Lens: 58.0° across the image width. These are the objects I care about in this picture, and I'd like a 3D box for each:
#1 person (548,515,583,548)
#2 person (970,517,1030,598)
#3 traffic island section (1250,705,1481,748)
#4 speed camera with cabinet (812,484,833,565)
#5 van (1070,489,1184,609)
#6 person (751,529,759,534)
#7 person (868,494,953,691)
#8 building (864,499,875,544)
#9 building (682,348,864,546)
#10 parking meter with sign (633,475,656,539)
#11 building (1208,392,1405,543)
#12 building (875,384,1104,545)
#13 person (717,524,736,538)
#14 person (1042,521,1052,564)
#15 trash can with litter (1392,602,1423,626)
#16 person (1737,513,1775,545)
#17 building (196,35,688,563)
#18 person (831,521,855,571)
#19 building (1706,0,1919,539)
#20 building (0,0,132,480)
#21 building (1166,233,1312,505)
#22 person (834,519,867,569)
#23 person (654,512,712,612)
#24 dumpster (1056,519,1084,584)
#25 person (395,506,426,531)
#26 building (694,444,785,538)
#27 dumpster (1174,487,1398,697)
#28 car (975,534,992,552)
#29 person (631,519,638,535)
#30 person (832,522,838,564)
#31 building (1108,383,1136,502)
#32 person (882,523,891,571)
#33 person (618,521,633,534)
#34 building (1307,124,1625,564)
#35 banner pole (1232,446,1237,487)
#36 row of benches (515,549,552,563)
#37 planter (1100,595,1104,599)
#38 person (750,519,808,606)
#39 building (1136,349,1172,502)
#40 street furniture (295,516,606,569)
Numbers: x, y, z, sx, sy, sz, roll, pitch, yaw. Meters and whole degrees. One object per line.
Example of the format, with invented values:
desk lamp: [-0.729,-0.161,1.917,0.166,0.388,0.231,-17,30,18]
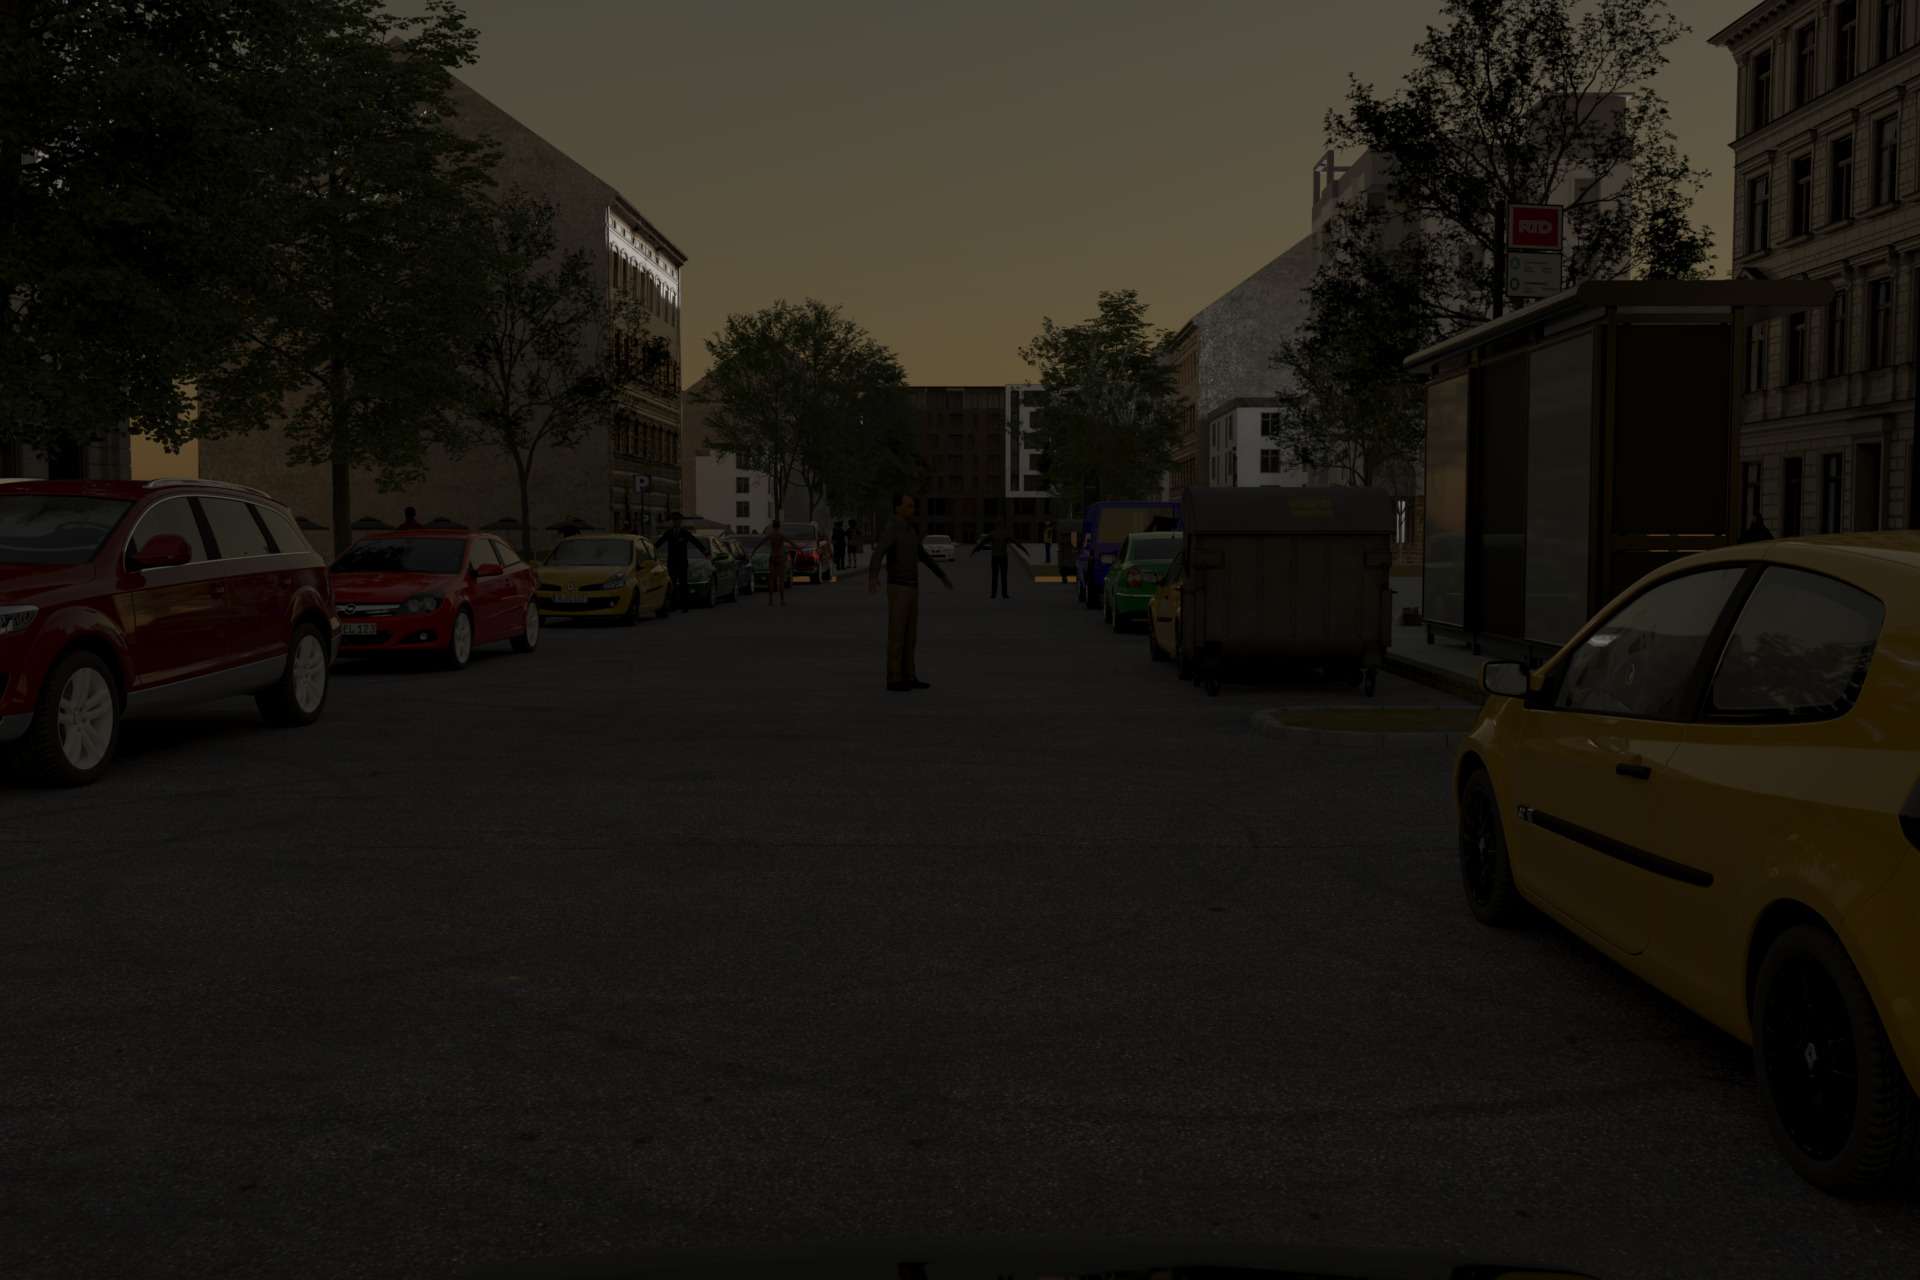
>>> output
person: [-10.741,-2.539,47.731,1.348,1.803,0.705,-2,4,-33]
person: [0.887,-1.842,38.694,1.348,1.813,0.705,1,4,8]
traffic island section: [3.167,0.627,12.614,1.991,0.108,1.994,0,4,1]
speed camera with cabinet: [-5.460,-4.544,68.637,0.660,3.252,2.038,0,4,3]
van: [3.394,-1.865,34.881,2.240,2.365,5.245,0,4,1]
person: [-6.672,-2.839,55.681,0.599,1.433,0.991,2,4,25]
person: [-0.500,-0.442,15.948,0.705,1.796,1.348,2,4,31]
building: [-20.860,-23.822,220.417,19.493,23.208,18.063,0,4,2]
building: [-20.977,-22.478,198.448,19.493,23.208,18.063,0,4,1]
parking meter with sign: [-9.295,-3.385,51.609,0.543,3.016,1.738,0,4,1]
building: [21.431,-10.049,106.453,9.099,9.664,28.070,0,4,1]
building: [4.033,-24.557,247.940,32.646,21.610,27.936,0,3,0]
person: [-12.214,-5.210,91.375,1.347,1.806,0.705,-1,4,-16]
person: [3.778,-4.229,75.106,0.705,1.833,1.349,0,4,-5]
trash can with litter: [6.605,-0.783,24.195,1.055,1.170,0.624,0,4,2]
person: [17.236,-1.887,37.640,0.721,1.737,1.214,-2,4,-23]
building: [-24.700,-15.600,85.983,19.493,23.208,18.063,0,4,1]
person: [-4.136,-3.315,60.920,1.216,1.740,0.721,3,5,42]
building: [27.958,-11.020,43.801,10.561,19.211,19.286,0,4,1]
building: [-29.508,-12.002,36.898,13.314,22.015,24.055,0,4,2]
building: [26.058,-18.323,130.510,19.493,23.208,18.063,0,4,1]
person: [-4.036,-3.569,64.493,1.345,1.843,0.704,-2,4,-32]
person: [-5.171,-1.424,31.668,1.347,1.837,0.705,0,4,5]
dumpster: [3.743,-2.585,50.475,1.865,1.857,1.264,0,4,0]
person: [-10.664,-1.680,33.579,0.704,1.816,1.345,3,5,42]
building: [-21.999,-14.122,173.049,9.099,9.664,28.070,0,4,1]
dumpster: [2.926,-0.459,15.724,1.865,1.857,1.264,0,4,1]
car: [2.184,-7.850,138.134,2.009,1.686,4.222,0,3,0]
person: [-11.113,-3.277,59.762,1.347,1.806,0.705,3,4,36]
person: [-5.284,-4.160,74.239,0.704,1.802,1.346,1,4,14]
building: [26.927,-22.568,199.916,19.493,23.208,18.063,0,4,1]
person: [-2.715,-3.593,66.986,0.705,1.856,1.354,-1,4,-12]
person: [-14.119,-4.131,73.315,1.354,1.858,0.705,0,4,-6]
building: [22.791,-14.078,86.603,16.016,20.090,11.380,0,4,1]
banner pole: [7.816,-3.624,49.263,0.401,3.779,0.863,0,4,1]
row of benches: [-18.107,-3.386,70.816,4.104,0.672,1.422,-3,5,-40]
planter: [3.786,-1.081,38.818,1.991,0.319,1.994,0,4,1]
person: [-3.655,-1.563,34.807,1.217,1.733,0.721,1,4,14]
building: [27.304,-18.813,174.049,16.747,18.905,31.486,0,4,1]
street furniture: [-26.798,-3.424,61.015,27.439,1.986,14.083,0,4,-5]
